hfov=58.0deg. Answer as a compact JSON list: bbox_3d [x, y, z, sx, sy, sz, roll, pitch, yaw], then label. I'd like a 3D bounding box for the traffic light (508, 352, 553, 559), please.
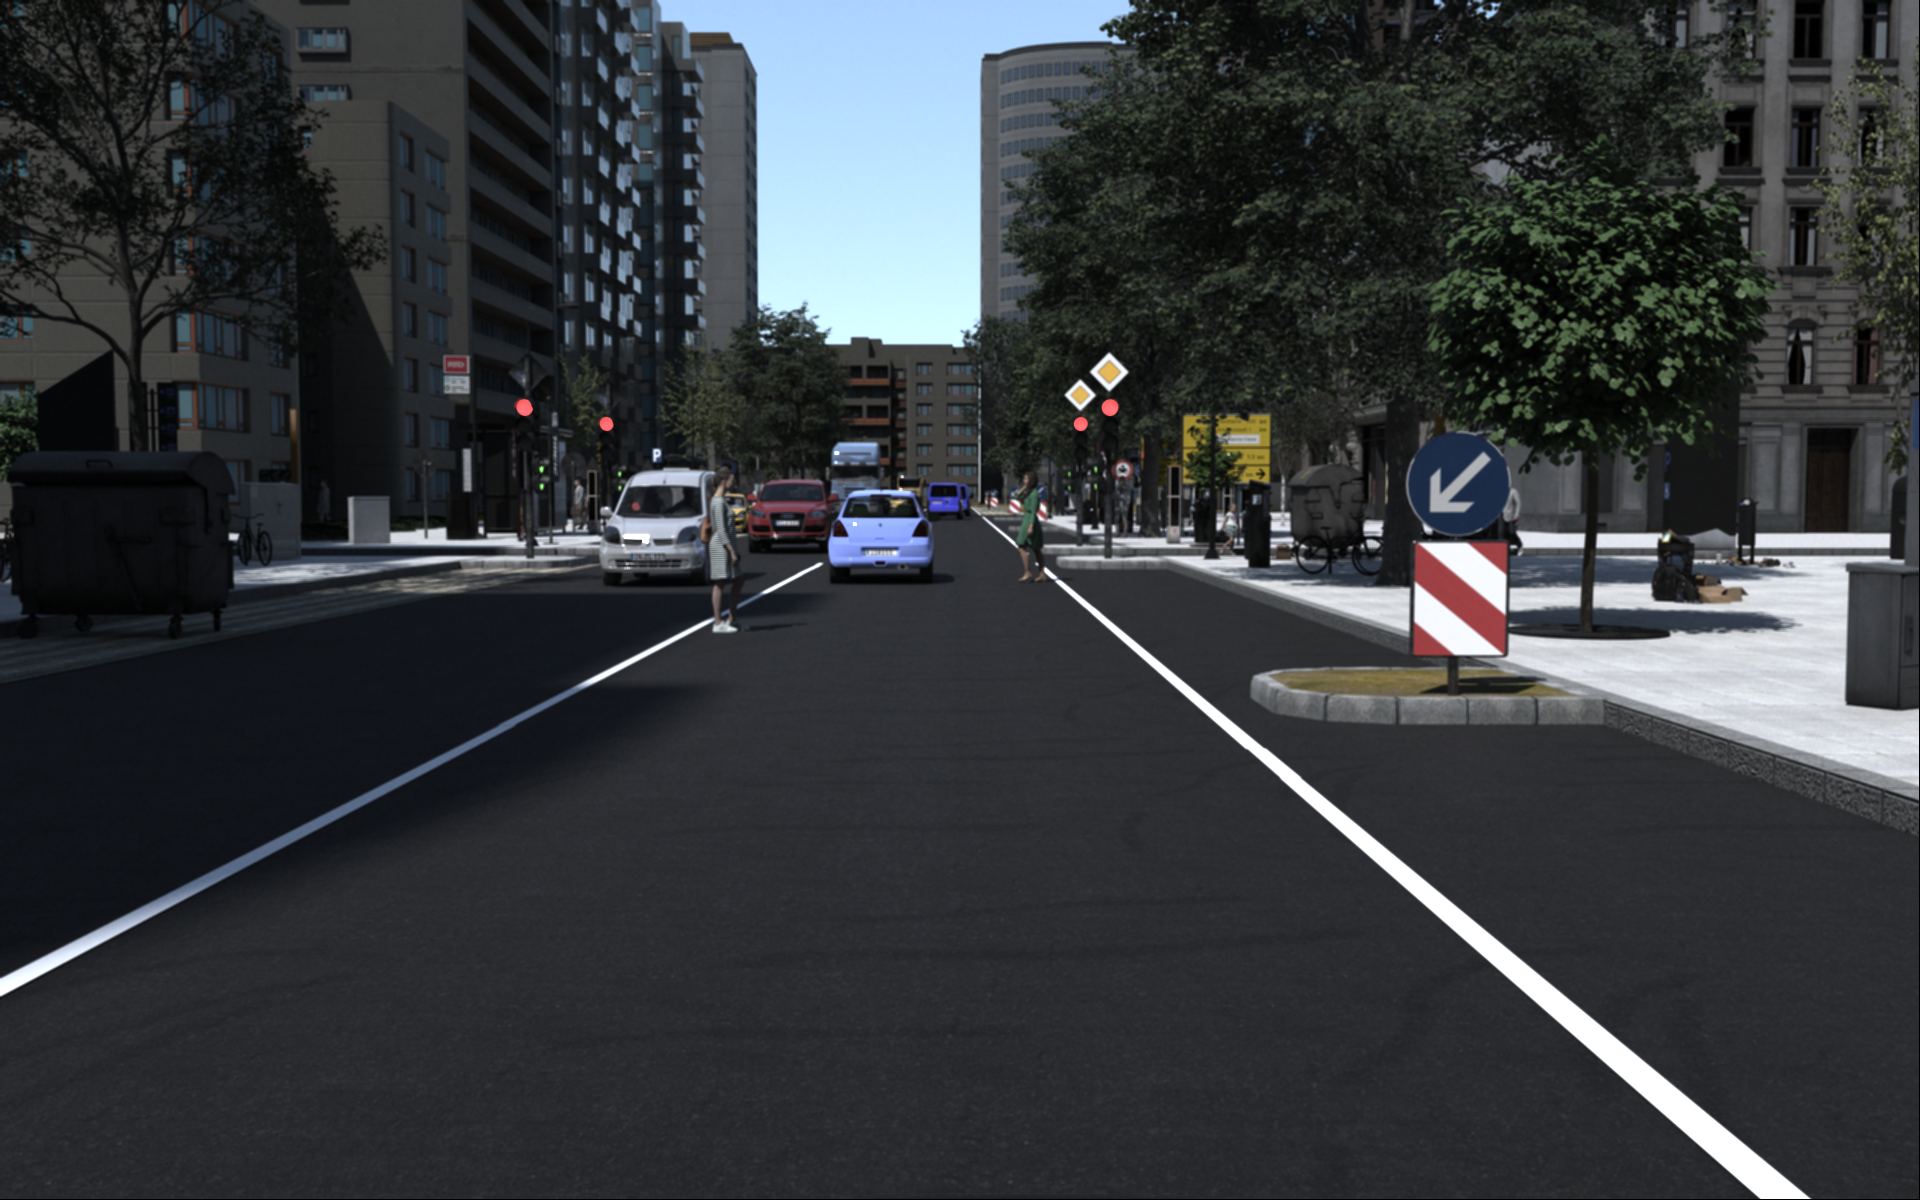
[{"bbox_3d":[-8.530,-2.778,34.333,0.839,4.253,0.868,0,4,0],"label":"traffic light"}]

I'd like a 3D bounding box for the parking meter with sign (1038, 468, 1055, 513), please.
[{"bbox_3d":[5.496,-7.315,115.853,1.738,3.016,0.543,3,5,42],"label":"parking meter with sign"}]

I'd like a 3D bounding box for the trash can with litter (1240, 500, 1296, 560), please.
[{"bbox_3d":[6.039,-1.378,33.913,1.055,1.170,0.624,0,4,2],"label":"trash can with litter"}]

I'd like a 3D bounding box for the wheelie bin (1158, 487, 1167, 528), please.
[{"bbox_3d":[7.835,-3.462,64.506,0.693,1.594,0.980,-3,5,-44],"label":"wheelie bin"}]

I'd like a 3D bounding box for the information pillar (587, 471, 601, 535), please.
[{"bbox_3d":[-11.586,-3.082,54.881,0.304,2.012,0.304,1,4,15],"label":"information pillar"}]

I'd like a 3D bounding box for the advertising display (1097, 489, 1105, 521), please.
[{"bbox_3d":[6.726,-4.705,82.140,0.123,1.923,0.974,1,4,23],"label":"advertising display"}]

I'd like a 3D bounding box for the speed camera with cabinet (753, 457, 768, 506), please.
[{"bbox_3d":[-10.735,-5.961,91.800,0.660,3.252,2.038,1,4,11],"label":"speed camera with cabinet"}]

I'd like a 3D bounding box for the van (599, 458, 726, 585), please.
[{"bbox_3d":[-4.793,-1.314,28.493,2.013,2.044,4.112,0,4,-1],"label":"van"}]

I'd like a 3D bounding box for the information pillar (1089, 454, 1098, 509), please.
[{"bbox_3d":[6.800,-5.917,88.094,0.504,3.616,0.183,0,4,0],"label":"information pillar"}]

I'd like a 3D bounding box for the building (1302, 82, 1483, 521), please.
[{"bbox_3d":[23.847,-15.060,97.149,10.553,20.767,40.483,0,4,0],"label":"building"}]

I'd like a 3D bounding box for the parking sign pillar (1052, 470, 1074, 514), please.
[{"bbox_3d":[6.540,-7.427,109.909,1.447,3.967,1.447,-1,4,-15],"label":"parking sign pillar"}]

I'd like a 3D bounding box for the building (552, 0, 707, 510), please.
[{"bbox_3d":[-40.523,-33.499,167.316,30.456,49.044,23.786,0,4,0],"label":"building"}]

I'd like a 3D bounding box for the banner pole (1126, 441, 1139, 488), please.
[{"bbox_3d":[8.042,-5.591,81.427,0.863,3.779,0.401,3,4,37],"label":"banner pole"}]

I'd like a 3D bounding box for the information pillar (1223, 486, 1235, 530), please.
[{"bbox_3d":[9.722,-3.551,62.552,0.304,2.012,0.304,2,4,35],"label":"information pillar"}]

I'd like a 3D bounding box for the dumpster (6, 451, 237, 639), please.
[{"bbox_3d":[-8.415,-0.564,17.434,1.865,1.857,1.264,0,4,0],"label":"dumpster"}]

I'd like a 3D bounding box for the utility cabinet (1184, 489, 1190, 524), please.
[{"bbox_3d":[9.305,-4.002,74.107,1.173,1.500,0.318,-2,4,-35],"label":"utility cabinet"}]

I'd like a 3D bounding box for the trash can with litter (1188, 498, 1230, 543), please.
[{"bbox_3d":[6.522,-2.065,45.156,1.055,1.170,0.624,-2,4,-24],"label":"trash can with litter"}]

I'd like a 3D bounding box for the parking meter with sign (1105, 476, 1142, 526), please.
[{"bbox_3d":[6.697,-4.528,70.292,1.738,3.016,0.543,-1,4,-13],"label":"parking meter with sign"}]

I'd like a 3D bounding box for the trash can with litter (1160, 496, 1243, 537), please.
[{"bbox_3d":[7.285,-2.497,51.877,1.678,1.210,2.233,-2,4,-35],"label":"trash can with litter"}]

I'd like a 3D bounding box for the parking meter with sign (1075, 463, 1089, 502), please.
[{"bbox_3d":[6.806,-6.011,94.533,0.543,3.016,1.738,-1,4,-18],"label":"parking meter with sign"}]

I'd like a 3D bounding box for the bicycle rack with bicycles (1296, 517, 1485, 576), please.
[{"bbox_3d":[7.226,-0.874,27.672,2.852,0.926,2.925,-3,5,-43],"label":"bicycle rack with bicycles"}]

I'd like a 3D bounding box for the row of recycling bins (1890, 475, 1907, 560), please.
[{"bbox_3d":[20.061,-1.651,34.112,3.534,1.692,1.069,-1,4,-11],"label":"row of recycling bins"}]

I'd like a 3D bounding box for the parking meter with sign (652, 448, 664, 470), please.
[{"bbox_3d":[-11.939,-4.208,65.067,0.543,3.016,1.738,3,4,36],"label":"parking meter with sign"}]

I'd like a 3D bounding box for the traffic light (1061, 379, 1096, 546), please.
[{"bbox_3d":[2.912,-3.268,42.360,0.839,4.253,0.868,0,4,0],"label":"traffic light"}]

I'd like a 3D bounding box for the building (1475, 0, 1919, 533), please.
[{"bbox_3d":[28.358,-12.925,60.470,18.267,20.994,9.793,0,4,0],"label":"building"}]

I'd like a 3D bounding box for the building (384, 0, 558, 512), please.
[{"bbox_3d":[-37.259,-29.326,103.186,21.300,48.544,21.600,0,4,0],"label":"building"}]

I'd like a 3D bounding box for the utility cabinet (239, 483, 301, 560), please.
[{"bbox_3d":[-13.366,-1.524,33.602,0.318,1.500,1.173,2,4,28],"label":"utility cabinet"}]

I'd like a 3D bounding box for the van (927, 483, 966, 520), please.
[{"bbox_3d":[-0.808,-5.774,98.784,2.240,2.365,5.245,0,4,2],"label":"van"}]

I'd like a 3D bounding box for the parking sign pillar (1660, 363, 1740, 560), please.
[{"bbox_3d":[14.723,-2.810,34.410,1.447,3.967,1.447,0,4,5],"label":"parking sign pillar"}]

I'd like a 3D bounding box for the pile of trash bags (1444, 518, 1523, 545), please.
[{"bbox_3d":[13.331,-2.141,44.750,1.912,1.369,3.447,0,4,8],"label":"pile of trash bags"}]

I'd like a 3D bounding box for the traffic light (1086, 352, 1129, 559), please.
[{"bbox_3d":[2.931,-2.780,34.375,0.839,4.253,0.868,0,4,0],"label":"traffic light"}]

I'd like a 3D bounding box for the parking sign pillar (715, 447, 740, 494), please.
[{"bbox_3d":[-13.026,-6.640,97.041,1.447,3.967,1.447,-1,4,-16],"label":"parking sign pillar"}]

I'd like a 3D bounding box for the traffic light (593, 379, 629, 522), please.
[{"bbox_3d":[-8.549,-3.266,42.318,0.839,4.253,0.868,0,4,0],"label":"traffic light"}]

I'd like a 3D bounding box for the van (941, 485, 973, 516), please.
[{"bbox_3d":[-0.297,-6.629,112.773,2.240,2.365,5.245,0,4,2],"label":"van"}]

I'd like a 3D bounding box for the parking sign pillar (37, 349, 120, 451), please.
[{"bbox_3d":[-16.414,-2.680,32.295,1.447,3.967,1.447,-1,4,-15],"label":"parking sign pillar"}]

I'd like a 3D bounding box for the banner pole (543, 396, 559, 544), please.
[{"bbox_3d":[-10.382,-3.314,44.208,0.401,3.779,0.863,-2,4,-34],"label":"banner pole"}]

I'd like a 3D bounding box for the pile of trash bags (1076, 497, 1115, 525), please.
[{"bbox_3d":[6.546,-3.852,72.726,3.447,1.369,1.912,1,4,9],"label":"pile of trash bags"}]

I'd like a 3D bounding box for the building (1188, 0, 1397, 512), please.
[{"bbox_3d":[26.432,-30.121,142.591,14.600,45.320,14.200,0,4,0],"label":"building"}]

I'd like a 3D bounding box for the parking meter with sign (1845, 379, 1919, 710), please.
[{"bbox_3d":[6.210,-0.884,10.716,1.738,3.016,0.543,-2,4,-31],"label":"parking meter with sign"}]

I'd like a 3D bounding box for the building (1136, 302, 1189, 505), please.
[{"bbox_3d":[32.222,-19.600,165.503,27.650,21.520,28.899,0,4,0],"label":"building"}]

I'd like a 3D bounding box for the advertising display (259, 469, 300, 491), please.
[{"bbox_3d":[-17.642,-2.429,44.923,0.974,1.923,0.123,-1,4,-14],"label":"advertising display"}]

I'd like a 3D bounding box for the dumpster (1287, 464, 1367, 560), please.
[{"bbox_3d":[7.269,-1.745,34.297,1.264,1.857,1.865,0,4,0],"label":"dumpster"}]

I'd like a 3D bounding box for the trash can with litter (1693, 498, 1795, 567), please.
[{"bbox_3d":[14.253,-1.234,31.230,1.678,1.210,2.233,0,4,0],"label":"trash can with litter"}]

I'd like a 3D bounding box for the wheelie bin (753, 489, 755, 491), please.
[{"bbox_3d":[-11.905,-5.624,99.866,0.980,1.594,0.693,1,4,21],"label":"wheelie bin"}]

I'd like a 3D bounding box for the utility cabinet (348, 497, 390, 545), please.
[{"bbox_3d":[-15.114,-2.027,44.303,0.306,1.237,1.020,3,5,40],"label":"utility cabinet"}]

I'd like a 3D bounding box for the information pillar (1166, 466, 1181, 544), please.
[{"bbox_3d":[5.517,-2.461,44.733,0.304,2.012,0.304,0,4,-7],"label":"information pillar"}]

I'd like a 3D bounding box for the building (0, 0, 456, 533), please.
[{"bbox_3d":[-38.774,-13.809,70.820,27.650,21.520,28.899,0,4,0],"label":"building"}]
